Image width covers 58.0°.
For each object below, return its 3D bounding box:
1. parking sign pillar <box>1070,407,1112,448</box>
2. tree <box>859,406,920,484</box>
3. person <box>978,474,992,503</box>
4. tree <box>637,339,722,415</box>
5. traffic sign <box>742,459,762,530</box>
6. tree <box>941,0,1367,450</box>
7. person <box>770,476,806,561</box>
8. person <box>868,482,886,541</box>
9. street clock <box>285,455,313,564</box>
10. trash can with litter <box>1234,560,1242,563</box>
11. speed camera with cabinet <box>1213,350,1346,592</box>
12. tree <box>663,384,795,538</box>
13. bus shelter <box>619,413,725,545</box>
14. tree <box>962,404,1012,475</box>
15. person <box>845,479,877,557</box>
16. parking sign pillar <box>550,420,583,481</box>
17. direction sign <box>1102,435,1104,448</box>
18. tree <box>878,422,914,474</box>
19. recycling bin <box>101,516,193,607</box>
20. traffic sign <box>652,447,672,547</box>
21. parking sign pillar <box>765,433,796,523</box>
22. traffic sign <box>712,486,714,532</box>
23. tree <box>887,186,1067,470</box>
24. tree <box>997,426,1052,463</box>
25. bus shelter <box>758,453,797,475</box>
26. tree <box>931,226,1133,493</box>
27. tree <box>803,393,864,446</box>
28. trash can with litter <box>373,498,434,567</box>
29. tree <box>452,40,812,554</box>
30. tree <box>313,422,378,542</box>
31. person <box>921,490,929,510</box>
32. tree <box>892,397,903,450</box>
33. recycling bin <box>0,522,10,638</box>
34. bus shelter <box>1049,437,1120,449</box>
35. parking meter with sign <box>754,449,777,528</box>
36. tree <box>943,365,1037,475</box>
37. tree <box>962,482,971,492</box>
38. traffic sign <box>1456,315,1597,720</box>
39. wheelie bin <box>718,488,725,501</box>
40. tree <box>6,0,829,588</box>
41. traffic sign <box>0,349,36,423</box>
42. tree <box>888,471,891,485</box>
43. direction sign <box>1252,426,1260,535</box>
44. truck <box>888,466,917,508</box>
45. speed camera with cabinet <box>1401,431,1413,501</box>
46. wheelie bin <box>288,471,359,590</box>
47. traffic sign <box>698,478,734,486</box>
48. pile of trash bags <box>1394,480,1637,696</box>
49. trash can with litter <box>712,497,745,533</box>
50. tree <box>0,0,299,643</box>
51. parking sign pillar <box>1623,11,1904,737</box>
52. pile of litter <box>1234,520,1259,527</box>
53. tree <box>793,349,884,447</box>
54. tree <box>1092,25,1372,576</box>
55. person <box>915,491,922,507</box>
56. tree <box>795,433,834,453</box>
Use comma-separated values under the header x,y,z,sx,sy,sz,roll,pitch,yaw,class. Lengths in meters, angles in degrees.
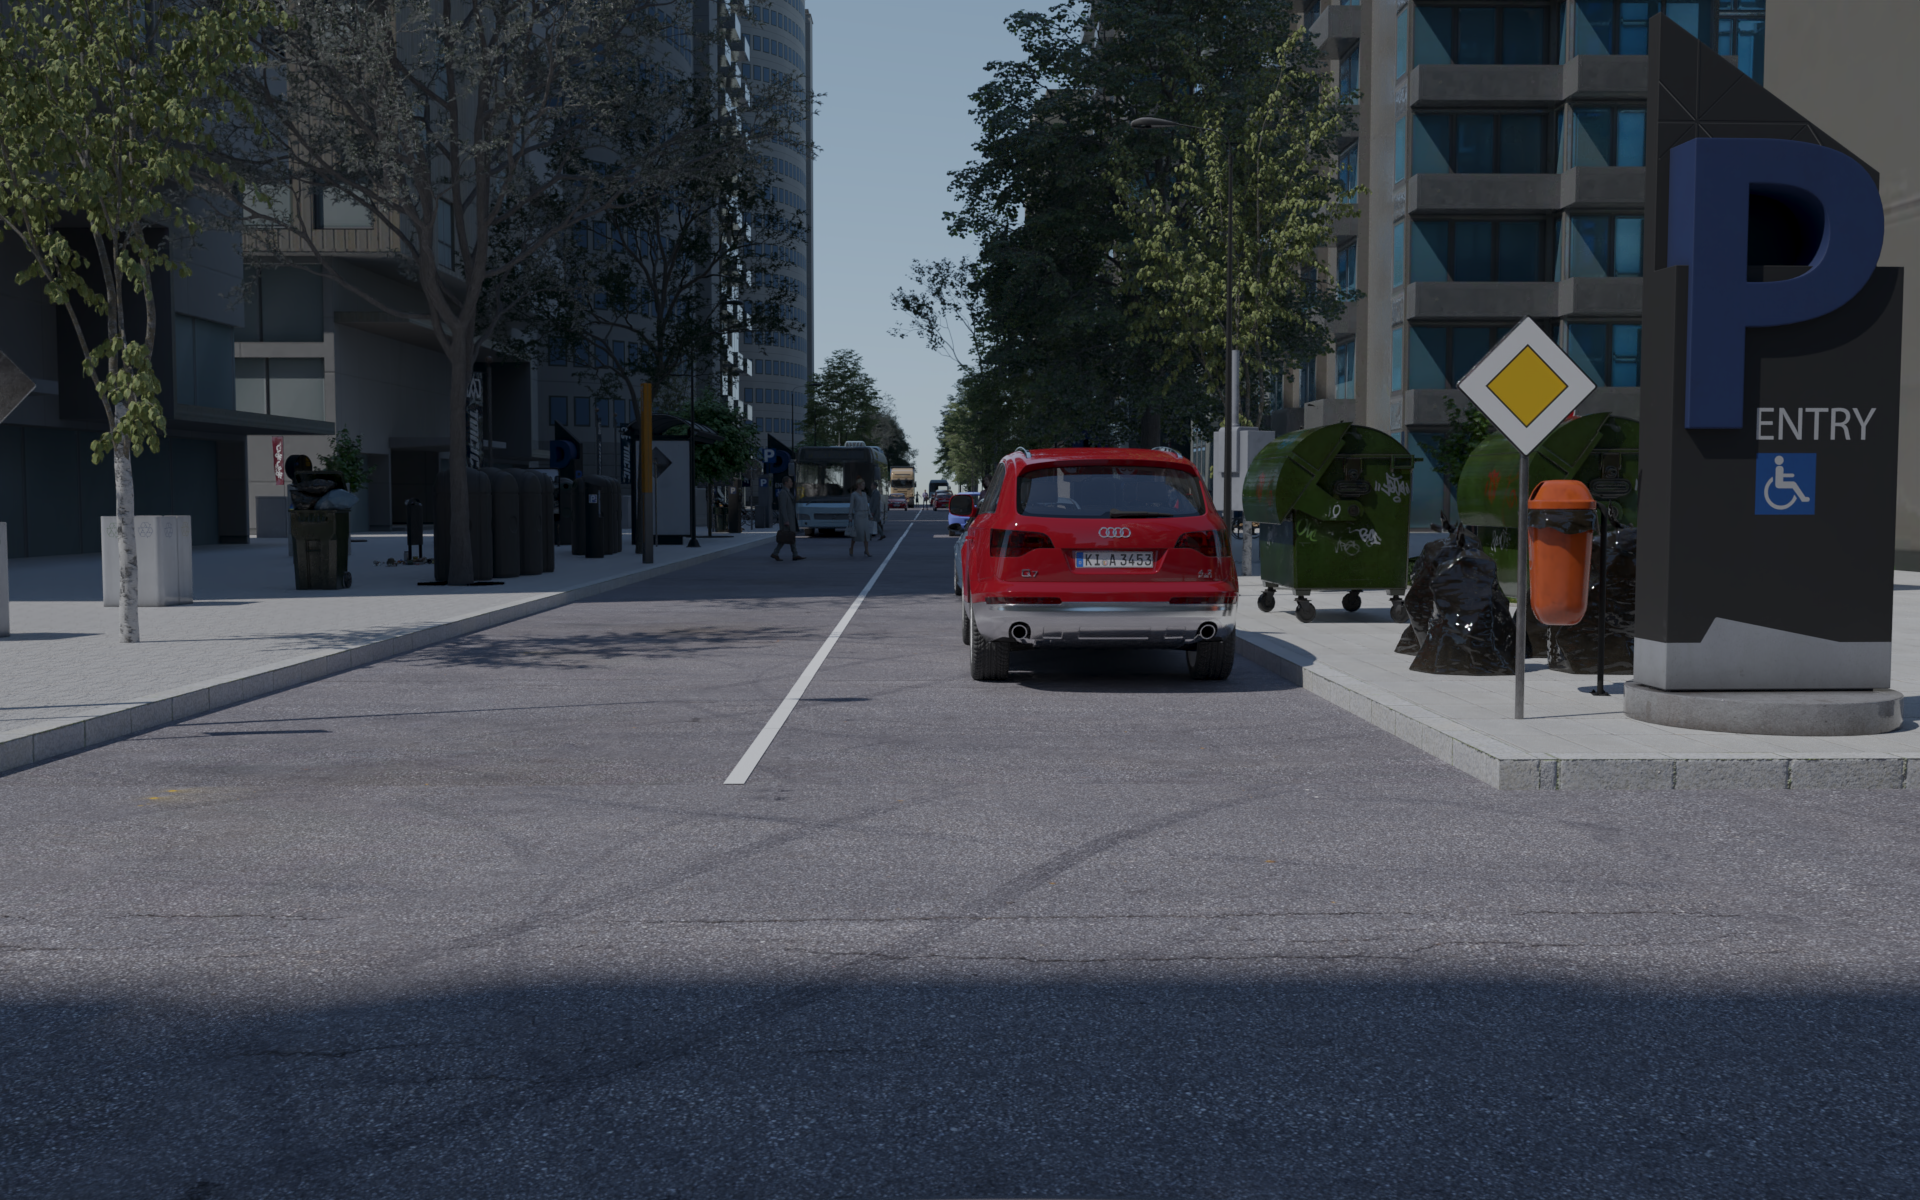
x,y,z,sx,sy,sz,roll,pitch,yaw,class
4.046,-3.971,53.393,1.447,3.967,1.447,0,4,0,parking sign pillar
-10.665,-18.763,223.789,9.611,12.733,9.660,0,3,0,tree
0.541,-1.581,34.353,0.555,1.821,0.388,0,4,8,person
-12.909,-7.843,78.599,4.360,8.622,3.978,0,3,0,tree
-7.452,-3.780,61.902,0.768,2.556,0.104,1,4,8,traffic sign
4.256,-8.065,38.519,9.857,13.997,8.962,0,3,0,tree
-3.685,-1.748,37.184,0.767,1.812,0.694,0,4,0,person
-2.661,-2.744,53.462,0.767,1.812,0.694,0,4,-4,person
-12.120,-1.665,31.789,0.358,2.002,0.471,1,4,22,street clock
4.263,-1.317,32.597,2.233,1.210,1.678,3,5,45,trash can with litter
4.347,-1.783,23.481,0.660,3.252,2.038,-3,4,-36,speed camera with cabinet
-7.511,-4.133,51.287,4.285,4.588,4.351,0,3,0,tree
-7.568,-3.191,46.095,2.014,3.302,5.546,0,4,-1,bus shelter
2.226,-10.742,125.989,4.360,8.622,3.978,0,3,0,tree
-2.281,-1.887,39.703,0.694,1.780,0.624,-2,4,-29,person
-14.171,-4.518,62.349,1.447,3.967,1.447,2,4,34,parking sign pillar
4.084,-3.518,49.523,0.379,3.537,0.876,0,4,4,direction sign
-9.422,-16.819,209.396,8.767,10.594,7.601,2,4,24,tree
-9.366,-0.454,19.971,0.722,1.027,0.722,0,4,4,recycling bin
-7.378,-2.499,42.052,0.795,2.450,0.064,0,4,1,traffic sign
-7.885,-5.366,76.212,1.447,3.967,1.447,1,4,17,parking sign pillar
-8.348,-3.573,58.523,0.768,2.556,0.104,0,4,1,traffic sign
1.370,-15.473,108.875,12.611,20.169,13.585,0,3,0,tree
3.397,-5.824,78.931,4.285,4.588,4.351,0,3,0,tree
-8.095,-5.275,80.170,2.014,3.302,5.546,0,4,-1,bus shelter
3.723,-9.256,69.469,7.486,12.596,7.792,0,3,0,tree
-8.866,-10.658,124.614,4.737,8.622,4.395,0,3,0,tree
-10.203,-1.257,31.609,1.678,1.210,2.233,0,4,4,trash can with litter
-6.928,-6.251,36.616,8.767,10.594,7.601,1,4,8,tree
-16.368,-3.174,46.502,1.663,3.219,1.824,0,3,0,tree
-3.120,-8.986,155.293,0.709,1.838,0.599,0,4,-3,person
-9.695,-15.208,159.014,12.009,13.543,11.850,0,3,0,tree
-8.954,-0.167,15.292,0.722,1.027,0.722,1,4,11,recycling bin
4.136,-3.973,58.887,2.014,3.302,5.546,0,4,-1,bus shelter
-7.387,-4.237,65.533,0.543,3.016,1.738,0,4,6,parking meter with sign
2.170,-12.854,135.913,9.928,11.665,9.643,0,3,0,tree
1.008,-12.779,203.544,1.663,3.219,1.824,0,3,0,tree
3.185,-0.377,9.810,0.795,2.450,0.064,0,4,-1,traffic sign
-11.602,-4.560,82.468,0.693,1.594,0.980,0,4,7,wheelie bin
-7.062,-6.956,24.107,12.009,13.543,11.850,0,3,0,tree
-5.558,-0.370,9.691,0.795,2.450,0.064,0,4,-1,traffic sign
-8.813,-12.545,188.828,4.285,4.588,4.351,0,3,0,tree
9.094,-3.791,53.972,0.379,3.537,0.876,-1,4,-22,direction sign
-5.852,-11.517,177.218,2.839,4.237,11.283,0,4,-1,truck
13.261,-3.694,54.729,2.038,3.252,0.660,1,4,16,speed camera with cabinet
-8.584,-0.942,23.308,0.980,1.594,0.693,0,4,-1,wheelie bin
-8.390,-3.774,55.579,2.265,3.308,0.079,0,4,6,traffic sign
4.164,-0.166,12.468,1.912,1.369,3.447,1,4,12,pile of trash bags
-7.753,-2.840,57.821,1.055,1.170,0.624,-2,4,-30,trash can with litter
-7.325,-3.924,14.521,4.737,8.622,4.395,0,3,0,tree
4.555,-1.302,9.752,1.447,3.967,1.447,0,4,-3,parking sign pillar
11.050,-3.176,65.898,1.719,0.858,1.176,3,5,40,pile of litter
-9.380,-13.287,135.375,7.486,12.596,7.792,0,3,0,tree
4.250,-4.679,26.865,4.737,8.622,4.395,0,3,0,tree
-4.639,-10.815,186.107,1.217,1.735,0.721,-2,4,-29,person
-7.876,-6.682,92.956,4.285,4.588,4.351,0,3,0,tree
